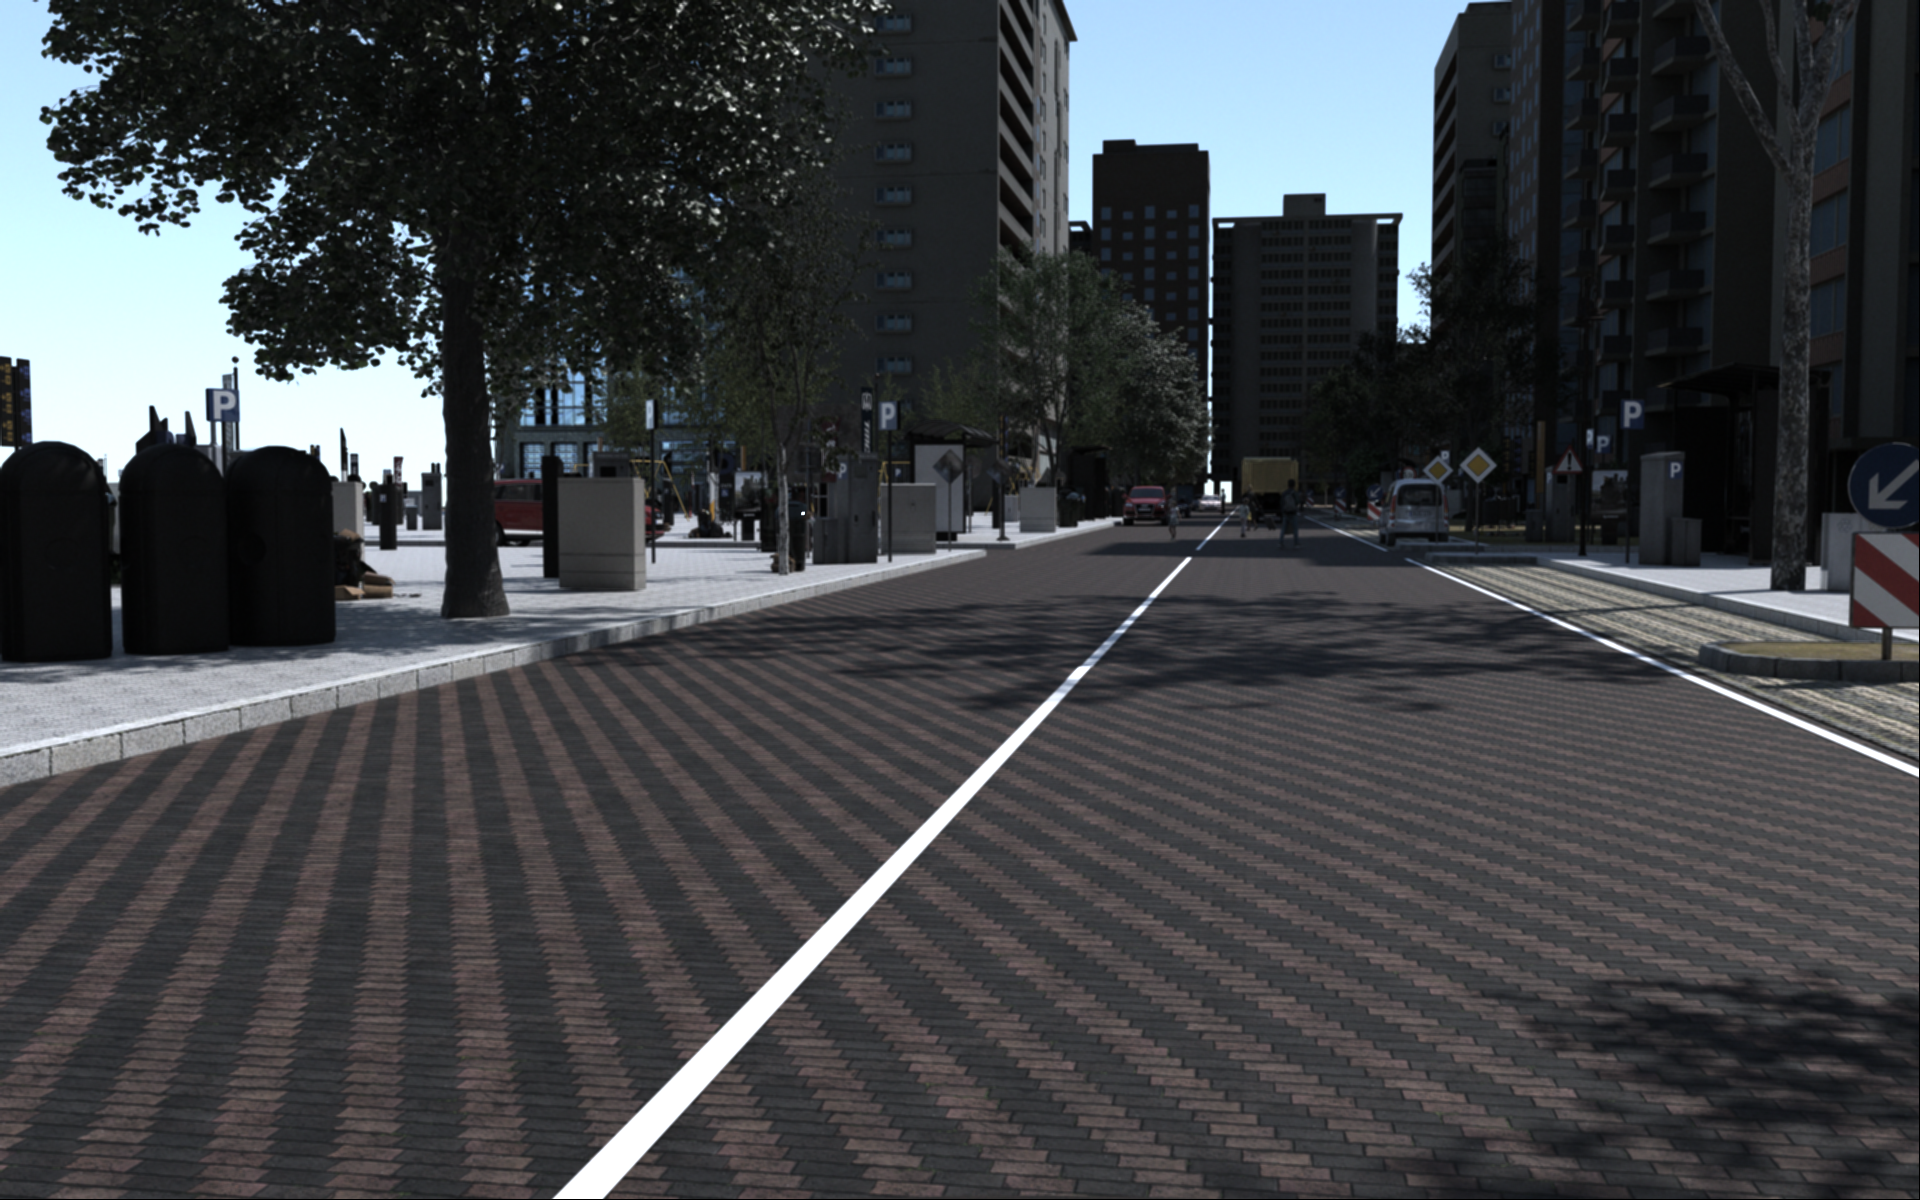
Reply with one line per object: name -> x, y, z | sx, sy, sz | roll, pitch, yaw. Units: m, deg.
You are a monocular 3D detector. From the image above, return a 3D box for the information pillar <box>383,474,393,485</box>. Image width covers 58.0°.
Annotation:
information pillar -> -21.377, -3.687, 64.781 | 0.304, 2.012, 0.304 | -3, 4, -39

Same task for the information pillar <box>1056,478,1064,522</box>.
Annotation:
information pillar -> 4.591, -4.610, 79.873 | 0.304, 2.012, 0.304 | 1, 4, 15

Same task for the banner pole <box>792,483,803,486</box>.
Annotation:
banner pole -> -8.907, -6.365, 94.088 | 0.863, 3.779, 0.401 | 1, 4, 21

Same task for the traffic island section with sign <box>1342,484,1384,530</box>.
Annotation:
traffic island section with sign -> 16.474, -3.718, 69.413 | 1.989, 1.847, 2.006 | 1, 4, 9

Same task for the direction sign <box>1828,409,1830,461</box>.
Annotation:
direction sign -> 23.189, -3.326, 46.379 | 0.379, 3.537, 0.876 | 1, 4, 22

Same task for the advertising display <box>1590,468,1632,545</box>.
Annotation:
advertising display -> 16.407, -2.353, 43.690 | 0.974, 1.923, 0.123 | 2, 4, 25

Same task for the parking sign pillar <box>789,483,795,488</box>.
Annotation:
parking sign pillar -> -11.482, -8.239, 123.186 | 1.447, 3.967, 1.447 | -2, 4, -33

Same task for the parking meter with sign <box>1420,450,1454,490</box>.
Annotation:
parking meter with sign -> 18.629, -4.431, 68.704 | 1.738, 3.016, 0.543 | -2, 4, -27

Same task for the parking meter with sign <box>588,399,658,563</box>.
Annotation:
parking meter with sign -> -6.432, -2.167, 31.690 | 1.738, 3.016, 0.543 | -2, 4, -25

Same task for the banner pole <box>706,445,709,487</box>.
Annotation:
banner pole -> -11.181, -5.342, 77.358 | 0.401, 3.779, 0.863 | 1, 4, 15

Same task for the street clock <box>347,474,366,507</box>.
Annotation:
street clock -> -22.042, -3.576, 63.040 | 0.471, 2.002, 0.358 | 1, 4, 8

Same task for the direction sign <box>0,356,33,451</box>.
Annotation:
direction sign -> -15.697, -2.254, 28.843 | 0.379, 3.537, 0.876 | 0, 4, 2

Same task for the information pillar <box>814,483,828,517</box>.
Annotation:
information pillar -> -3.807, -2.627, 47.444 | 0.304, 2.012, 0.304 | -2, 4, -29

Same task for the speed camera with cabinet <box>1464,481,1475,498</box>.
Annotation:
speed camera with cabinet -> 32.407, -7.225, 112.458 | 2.038, 3.252, 0.660 | 1, 4, 12

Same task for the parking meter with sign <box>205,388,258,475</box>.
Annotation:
parking meter with sign -> -11.542, -1.954, 28.208 | 1.738, 3.016, 0.543 | 3, 4, 38

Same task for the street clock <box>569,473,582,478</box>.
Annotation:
street clock -> -12.958, -3.297, 58.471 | 0.358, 2.002, 0.471 | 2, 4, 26

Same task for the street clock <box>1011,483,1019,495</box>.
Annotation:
street clock -> 3.727, -6.890, 117.215 | 0.471, 2.002, 0.358 | -3, 4, -37

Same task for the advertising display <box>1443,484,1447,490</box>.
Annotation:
advertising display -> 30.603, -6.445, 110.588 | 0.974, 1.923, 0.123 | 3, 5, 41

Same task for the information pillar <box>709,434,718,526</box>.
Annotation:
information pillar -> -9.602, -4.655, 67.459 | 0.183, 3.616, 0.504 | 2, 4, 27

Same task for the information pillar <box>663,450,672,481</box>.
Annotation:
information pillar -> -15.401, -6.114, 91.321 | 0.504, 3.616, 0.183 | -3, 4, -36

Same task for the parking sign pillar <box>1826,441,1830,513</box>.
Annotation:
parking sign pillar -> 25.636, -3.874, 51.814 | 1.447, 3.967, 1.447 | 2, 4, 35

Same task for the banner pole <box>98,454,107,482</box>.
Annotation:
banner pole -> -53.307, -7.203, 107.786 | 0.401, 3.779, 0.863 | 1, 4, 19

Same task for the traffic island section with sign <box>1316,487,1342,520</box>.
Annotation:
traffic island section with sign -> 20.931, -5.344, 95.999 | 1.989, 1.847, 2.006 | 1, 4, 9

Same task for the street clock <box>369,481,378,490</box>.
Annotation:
street clock -> -33.389, -5.756, 98.681 | 0.471, 2.002, 0.358 | 1, 4, 21

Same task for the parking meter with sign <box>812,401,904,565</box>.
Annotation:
parking meter with sign -> -1.932, -2.185, 31.992 | 1.738, 3.016, 0.543 | -3, 5, -42

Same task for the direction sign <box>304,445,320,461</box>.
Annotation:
direction sign -> -29.606, -5.359, 79.611 | 0.379, 3.537, 0.876 | 0, 4, 7

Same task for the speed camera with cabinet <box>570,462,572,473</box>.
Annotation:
speed camera with cabinet -> -24.287, -6.835, 106.082 | 0.660, 3.252, 2.038 | -3, 4, -38

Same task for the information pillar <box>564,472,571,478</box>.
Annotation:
information pillar -> -13.347, -3.322, 58.810 | 0.304, 2.012, 0.304 | -1, 4, -11

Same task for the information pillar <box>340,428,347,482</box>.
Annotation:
information pillar -> -21.786, -4.275, 61.250 | 0.183, 3.616, 0.504 | 0, 4, -6

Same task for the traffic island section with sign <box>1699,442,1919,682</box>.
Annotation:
traffic island section with sign -> 7.182, -0.333, 14.069 | 1.989, 1.847, 2.006 | 1, 4, 9

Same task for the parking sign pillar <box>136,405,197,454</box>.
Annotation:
parking sign pillar -> -24.556, -3.970, 53.388 | 1.447, 3.967, 1.447 | -1, 4, -11

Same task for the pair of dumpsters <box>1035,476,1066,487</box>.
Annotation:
pair of dumpsters -> 4.704, -5.358, 90.099 | 1.574, 2.255, 4.437 | 1, 4, 10

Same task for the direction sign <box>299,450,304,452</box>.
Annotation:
direction sign -> -33.567, -5.952, 89.312 | 0.876, 3.537, 0.379 | -2, 4, -23

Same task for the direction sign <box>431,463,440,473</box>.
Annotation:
direction sign -> -37.939, -8.160, 125.420 | 0.379, 3.537, 0.876 | 2, 4, 27

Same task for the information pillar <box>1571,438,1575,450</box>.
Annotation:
information pillar -> 25.437, -4.934, 72.022 | 0.183, 3.616, 0.504 | 1, 4, 10

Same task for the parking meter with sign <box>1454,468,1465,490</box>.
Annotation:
parking meter with sign -> 32.831, -7.302, 115.649 | 1.738, 3.016, 0.543 | -2, 4, -27

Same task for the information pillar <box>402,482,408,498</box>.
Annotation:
information pillar -> -34.034, -6.216, 106.118 | 0.304, 2.012, 0.304 | -2, 4, -34

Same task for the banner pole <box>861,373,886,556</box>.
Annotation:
banner pole -> -1.841, -2.803, 35.838 | 0.401, 3.779, 0.863 | 2, 4, 27

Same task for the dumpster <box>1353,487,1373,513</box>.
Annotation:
dumpster -> 26.969, -6.904, 115.378 | 1.502, 2.255, 1.985 | 1, 4, 10

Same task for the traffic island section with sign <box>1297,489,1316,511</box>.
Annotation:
traffic island section with sign -> 29.153, -8.340, 144.992 | 1.989, 1.847, 2.006 | 1, 4, 9

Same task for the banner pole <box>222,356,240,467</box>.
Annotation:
banner pole -> -13.309, -2.549, 31.698 | 0.401, 3.779, 0.863 | -3, 5, -44

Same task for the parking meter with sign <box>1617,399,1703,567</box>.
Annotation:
parking meter with sign -> 12.660, -2.141, 31.267 | 0.543, 3.016, 1.738 | -1, 4, -20

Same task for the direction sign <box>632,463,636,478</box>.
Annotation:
direction sign -> -23.644, -8.177, 125.687 | 0.379, 3.537, 0.876 | -2, 4, -26

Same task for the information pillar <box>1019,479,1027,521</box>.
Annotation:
information pillar -> 3.033, -4.819, 83.286 | 0.304, 2.012, 0.304 | 3, 5, 41

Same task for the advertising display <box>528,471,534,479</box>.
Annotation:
advertising display -> -12.130, -2.680, 49.038 | 0.123, 1.923, 0.974 | -1, 4, -16

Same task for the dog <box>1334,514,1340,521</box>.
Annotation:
dog -> 19.836, -4.324, 90.889 | 0.748, 0.427, 0.550 | -2, 4, -30

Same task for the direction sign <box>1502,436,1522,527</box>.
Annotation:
direction sign -> 21.479, -4.615, 67.446 | 0.379, 3.537, 0.876 | -2, 4, -35

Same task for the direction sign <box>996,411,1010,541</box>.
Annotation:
direction sign -> 1.196, -3.417, 47.868 | 0.379, 3.537, 0.876 | 1, 4, 17

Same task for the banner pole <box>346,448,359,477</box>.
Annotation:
banner pole -> -32.996, -6.358, 93.972 | 0.863, 3.779, 0.401 | -3, 5, -44

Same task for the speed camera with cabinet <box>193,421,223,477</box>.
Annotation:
speed camera with cabinet -> -14.061, -2.373, 33.132 | 0.660, 3.252, 2.038 | 0, 4, 7

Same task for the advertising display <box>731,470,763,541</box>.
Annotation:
advertising display -> -5.798, -2.574, 47.294 | 0.974, 1.923, 0.123 | -3, 5, -42

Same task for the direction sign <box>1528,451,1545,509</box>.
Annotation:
direction sign -> 30.066, -6.018, 90.398 | 0.379, 3.537, 0.876 | -3, 5, -44

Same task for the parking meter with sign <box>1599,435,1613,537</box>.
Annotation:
parking meter with sign -> 19.713, -3.395, 51.767 | 1.738, 3.016, 0.543 | -2, 4, -35

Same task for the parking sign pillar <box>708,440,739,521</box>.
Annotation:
parking sign pillar -> -11.193, -5.709, 81.806 | 1.447, 3.967, 1.447 | -2, 4, -28
